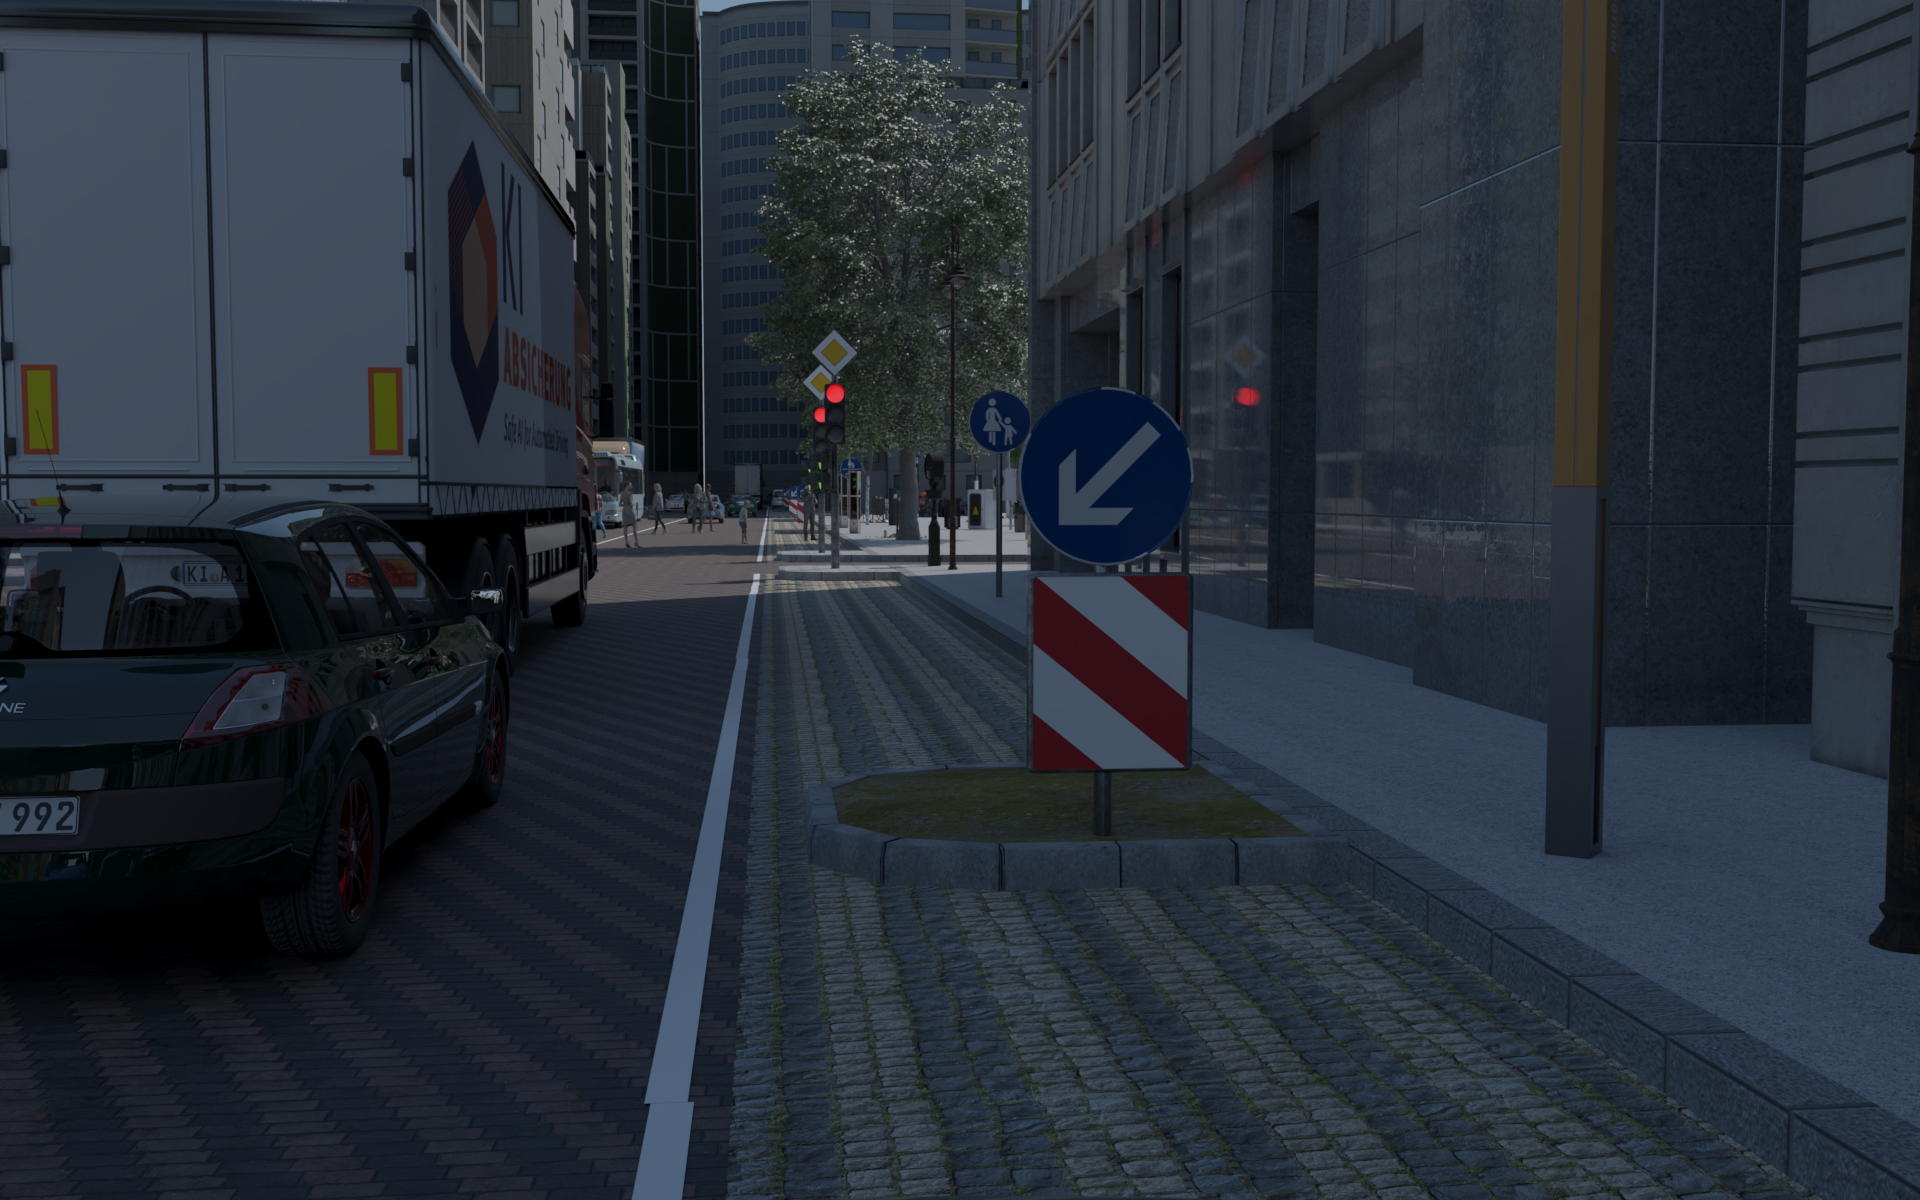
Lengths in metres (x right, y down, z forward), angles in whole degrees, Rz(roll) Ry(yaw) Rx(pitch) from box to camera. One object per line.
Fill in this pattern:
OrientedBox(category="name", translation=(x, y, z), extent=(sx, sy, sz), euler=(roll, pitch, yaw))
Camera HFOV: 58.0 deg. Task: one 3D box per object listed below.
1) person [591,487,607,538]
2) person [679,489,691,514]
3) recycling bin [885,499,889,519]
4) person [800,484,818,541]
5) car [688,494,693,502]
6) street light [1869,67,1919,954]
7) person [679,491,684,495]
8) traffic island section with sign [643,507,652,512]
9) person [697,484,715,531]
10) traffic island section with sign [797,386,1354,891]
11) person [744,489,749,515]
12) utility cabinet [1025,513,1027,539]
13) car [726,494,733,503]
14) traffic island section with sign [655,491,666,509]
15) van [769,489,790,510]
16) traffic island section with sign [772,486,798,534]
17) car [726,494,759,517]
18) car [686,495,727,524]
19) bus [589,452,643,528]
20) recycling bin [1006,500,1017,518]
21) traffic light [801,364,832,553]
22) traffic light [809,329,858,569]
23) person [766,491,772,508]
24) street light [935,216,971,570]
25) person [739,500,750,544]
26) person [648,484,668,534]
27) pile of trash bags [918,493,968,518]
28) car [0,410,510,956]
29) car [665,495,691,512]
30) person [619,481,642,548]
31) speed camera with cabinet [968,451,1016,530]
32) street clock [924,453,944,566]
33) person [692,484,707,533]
OrientedBox(category="person", translation=(-11.880, -2.887, 56.547), extent=(0.643, 1.720, 0.563), euler=(3, 5, 41))
OrientedBox(category="person", translation=(-19.963, -7.191, 126.089), extent=(1.348, 1.823, 0.705), euler=(3, 5, 39))
OrientedBox(category="recycling bin", translation=(-3.416, -4.751, 90.232), extent=(0.722, 1.027, 0.722), euler=(3, 5, 43))
OrientedBox(category="person", translation=(-4.548, -2.727, 52.890), extent=(0.447, 1.846, 0.655), euler=(3, 5, 40))
OrientedBox(category="car", translation=(-28.109, -10.500, 181.901), extent=(2.015, 1.641, 3.980), euler=(0, 4, -4))
OrientedBox(category="street light", translation=(2.680, -1.954, 4.734), extent=(0.468, 5.910, 1.993), euler=(0, 4, -6))
OrientedBox(category="person", translation=(-24.822, -8.879, 154.336), extent=(0.551, 1.740, 0.621), euler=(-3, 4, -36))
OrientedBox(category="traffic island section with sign", translation=(-25.778, -7.928, 138.251), extent=(1.989, 1.847, 2.006), euler=(0, 4, -6))
OrientedBox(category="person", translation=(-9.607, -3.506, 65.913), extent=(0.778, 1.811, 0.616), euler=(-3, 5, -40))
OrientedBox(category="traffic island section with sign", translation=(0.357, 0.089, 7.178), extent=(1.989, 1.847, 2.006), euler=(0, 4, -6))
OrientedBox(category="person", translation=(-14.722, -6.704, 118.554), extent=(0.568, 1.767, 0.683), euler=(0, 4, -8))
OrientedBox(category="utility cabinet", translation=(2.368, -2.444, 48.638), extent=(1.173, 1.500, 0.318), euler=(-3, 4, -38))
OrientedBox(category="car", translation=(-22.267, -9.918, 172.388), extent=(2.015, 1.641, 3.980), euler=(0, 4, -7))
OrientedBox(category="traffic island section with sign", translation=(-28.758, -9.597, 165.534), extent=(1.989, 1.847, 2.006), euler=(0, 4, -6))
OrientedBox(category="van", translation=(-16.377, -9.228, 157.886), extent=(2.013, 2.044, 4.112), euler=(0, 4, -6))
OrientedBox(category="traffic island section with sign", translation=(-5.695, -3.296, 62.514), extent=(1.989, 1.847, 2.006), euler=(0, 4, -6))
OrientedBox(category="car", translation=(-13.852, -6.023, 110.269), extent=(2.131, 1.459, 4.920), euler=(0, 4, -6))
OrientedBox(category="car", translation=(-12.535, -4.499, 85.556), extent=(2.014, 1.417, 4.499), euler=(0, 4, -7))
OrientedBox(category="bus", translation=(-15.608, -4.912, 75.168), extent=(2.948, 3.499, 13.247), euler=(0, 4, -6))
OrientedBox(category="recycling bin", translation=(2.868, -5.017, 94.580), extent=(0.722, 1.027, 0.722), euler=(0, 4, -2))
OrientedBox(category="traffic light", translation=(-3.031, -2.979, 37.625), extent=(0.839, 4.253, 0.868), euler=(0, 4, -6))
OrientedBox(category="traffic light", translation=(-2.163, -2.493, 29.687), extent=(0.839, 4.253, 0.868), euler=(0, 4, -6))
OrientedBox(category="person", translation=(-18.652, -9.914, 171.420), extent=(1.217, 1.723, 0.721), euler=(0, 4, -2))
OrientedBox(category="street light", translation=(-0.123, -3.448, 29.166), extent=(0.468, 5.910, 1.993), euler=(0, 4, -6))
OrientedBox(category="person", translation=(-6.179, -2.234, 49.714), extent=(0.352, 1.250, 0.332), euler=(1, 4, 19))
OrientedBox(category="person", translation=(-10.699, -3.218, 61.304), extent=(0.728, 1.800, 0.709), euler=(1, 4, 11))
OrientedBox(category="pile of trash bags", translation=(-0.726, -5.502, 99.714), extent=(3.447, 1.369, 1.912), euler=(-1, 4, -21))
OrientedBox(category="car", translation=(-2.859, 0.190, 6.687), extent=(2.009, 1.686, 4.222), euler=(0, 4, -6))
OrientedBox(category="car", translation=(-22.679, -7.772, 139.440), extent=(2.083, 1.381, 4.827), euler=(0, 4, -6))
OrientedBox(category="person", translation=(-8.777, -2.279, 46.097), extent=(0.599, 1.781, 0.374), euler=(3, 4, 36))
OrientedBox(category="speed camera with cabinet", translation=(1.139, -4.176, 62.606), extent=(0.660, 3.252, 2.038), euler=(-3, 5, -41))
OrientedBox(category="street clock", translation=(-0.459, -1.607, 30.853), extent=(0.358, 2.002, 0.471), euler=(-1, 4, -20))
OrientedBox(category="person", translation=(-9.535, -3.341, 63.303), extent=(0.537, 1.800, 0.526), euler=(0, 4, 4))
